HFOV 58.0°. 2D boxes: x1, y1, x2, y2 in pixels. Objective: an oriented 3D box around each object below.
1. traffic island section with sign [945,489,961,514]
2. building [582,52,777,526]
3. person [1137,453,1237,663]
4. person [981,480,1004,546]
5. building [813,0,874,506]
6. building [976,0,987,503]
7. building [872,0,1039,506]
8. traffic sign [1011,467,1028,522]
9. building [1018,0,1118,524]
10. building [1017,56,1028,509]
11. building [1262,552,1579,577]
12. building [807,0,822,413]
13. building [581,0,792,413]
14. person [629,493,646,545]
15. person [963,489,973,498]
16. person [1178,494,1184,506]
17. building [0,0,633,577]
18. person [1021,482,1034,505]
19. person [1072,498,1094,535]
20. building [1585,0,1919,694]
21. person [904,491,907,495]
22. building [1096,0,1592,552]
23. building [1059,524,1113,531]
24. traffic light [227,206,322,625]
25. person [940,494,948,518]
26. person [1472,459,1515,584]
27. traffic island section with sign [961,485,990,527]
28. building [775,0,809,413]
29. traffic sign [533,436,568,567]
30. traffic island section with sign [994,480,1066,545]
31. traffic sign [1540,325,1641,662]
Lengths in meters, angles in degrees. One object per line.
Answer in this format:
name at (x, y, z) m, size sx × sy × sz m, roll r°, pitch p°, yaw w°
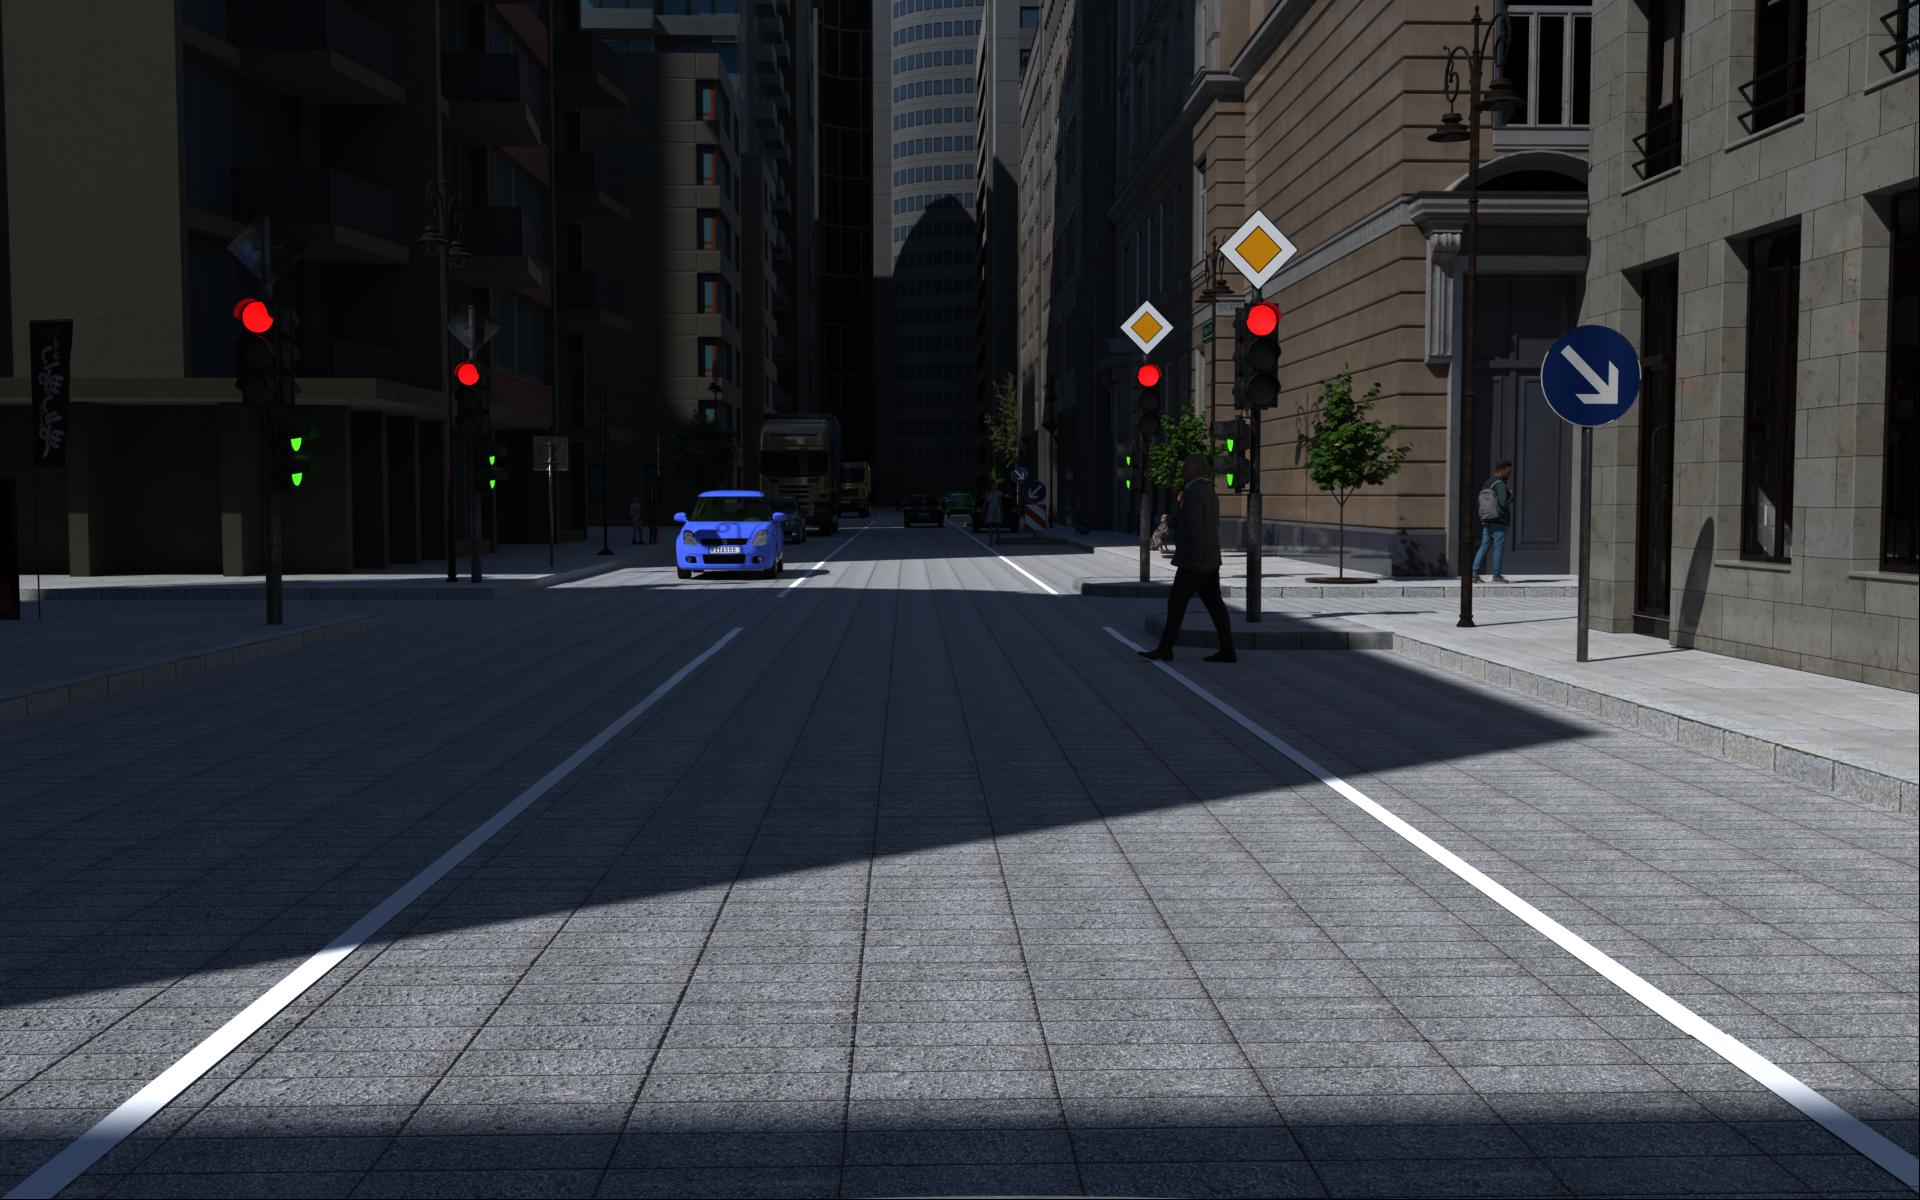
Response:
traffic island section with sign at (-0.317, -7.265, 127.417) m, size 1.989 × 1.847 × 2.006 m, roll 0°, pitch 4°, yaw -2°
building at (-23.676, -14.509, 82.254) m, size 27.650 × 21.520 × 28.899 m, roll 0°, pitch 4°, yaw -2°
person at (1.953, -0.360, 14.791) m, size 0.834 × 1.777 × 0.661 m, roll 1°, pitch 4°, yaw 17°
person at (0.888, -2.378, 47.473) m, size 0.616 × 1.811 × 0.778 m, roll 1°, pitch 4°, yaw 15°
building at (-20.027, -46.184, 193.367) m, size 20.611 × 71.187 × 20.563 m, roll 0°, pitch 4°, yaw -2°
building at (12.601, -33.062, 164.260) m, size 21.300 × 48.544 × 21.600 m, roll 0°, pitch 4°, yaw -2°
building at (4.373, -39.909, 194.508) m, size 28.212 × 58.520 × 21.231 m, roll 0°, pitch 4°, yaw -2°
traffic sign at (2.759, -4.914, 80.442) m, size 0.768 × 2.556 × 0.104 m, roll 0°, pitch 4°, yaw 1°
building at (9.661, -16.651, 90.263) m, size 12.078 × 24.808 × 19.932 m, roll 0°, pitch 4°, yaw -2°
building at (10.818, -21.206, 118.415) m, size 14.160 × 30.474 × 14.107 m, roll 0°, pitch 4°, yaw -2°
building at (16.243, -15.083, 32.520) m, size 20.117 × 28.700 × 13.634 m, roll 0°, pitch 4°, yaw -2°
building at (-27.102, -34.880, 159.534) m, size 27.495 × 52.752 × 28.713 m, roll 0°, pitch 4°, yaw -2°
building at (-22.868, -30.270, 114.520) m, size 23.786 × 49.044 × 30.456 m, roll 0°, pitch 4°, yaw -2°
person at (-8.181, -2.060, 44.002) m, size 0.394 × 1.301 × 0.425 m, roll 1°, pitch 4°, yaw 17°
person at (0.585, -9.458, 161.391) m, size 1.217 × 1.735 × 0.721 m, roll 0°, pitch 4°, yaw -7°
person at (5.173, -2.019, 39.036) m, size 0.573 × 1.828 × 0.580 m, roll 0°, pitch 4°, yaw -4°
building at (-19.809, -23.488, 38.657) m, size 22.147 × 44.769 × 28.867 m, roll 0°, pitch 4°, yaw -2°
person at (2.994, -4.340, 77.028) m, size 0.581 × 1.822 × 0.654 m, roll 0°, pitch 4°, yaw 7°
person at (3.904, -2.608, 54.181) m, size 0.738 × 1.151 × 1.012 m, roll 1°, pitch 4°, yaw 14°
building at (11.411, -9.365, 7.874) m, size 10.420 × 20.320 × 16.860 m, roll 0°, pitch 4°, yaw -2°
person at (-4.854, -9.093, 157.884) m, size 0.721 × 1.735 × 1.217 m, roll 1°, pitch 4°, yaw 22°
building at (11.777, -16.123, 49.510) m, size 13.634 × 28.700 × 20.117 m, roll 0°, pitch 4°, yaw -2°
building at (9.903, -15.385, 69.570) m, size 12.078 × 24.808 × 19.932 m, roll 0°, pitch 4°, yaw -2°
traffic light at (-6.733, -1.714, 16.944) m, size 0.839 × 4.253 × 0.868 m, roll 0°, pitch 4°, yaw -2°
person at (-1.007, -5.639, 103.880) m, size 0.628 × 1.438 × 0.799 m, roll -2°, pitch 4°, yaw -26°
person at (7.653, -1.122, 24.742) m, size 0.721 × 1.781 × 0.623 m, roll -2°, pitch 4°, yaw -26°
traffic island section with sign at (1.196, -4.174, 76.875) m, size 1.989 × 1.847 × 2.006 m, roll 0°, pitch 4°, yaw -2°
building at (-19.358, -29.781, 137.034) m, size 14.600 × 45.320 × 14.200 m, roll 0°, pitch 4°, yaw -2°
traffic sign at (-7.200, -1.735, 30.489) m, size 0.606 × 2.300 × 0.079 m, roll 0°, pitch 4°, yaw 0°
traffic island section with sign at (1.999, -2.526, 49.932) m, size 1.989 × 1.847 × 2.006 m, roll 0°, pitch 4°, yaw -2°
traffic sign at (4.754, -0.798, 13.154) m, size 0.768 × 2.556 × 0.104 m, roll 0°, pitch 4°, yaw -1°
